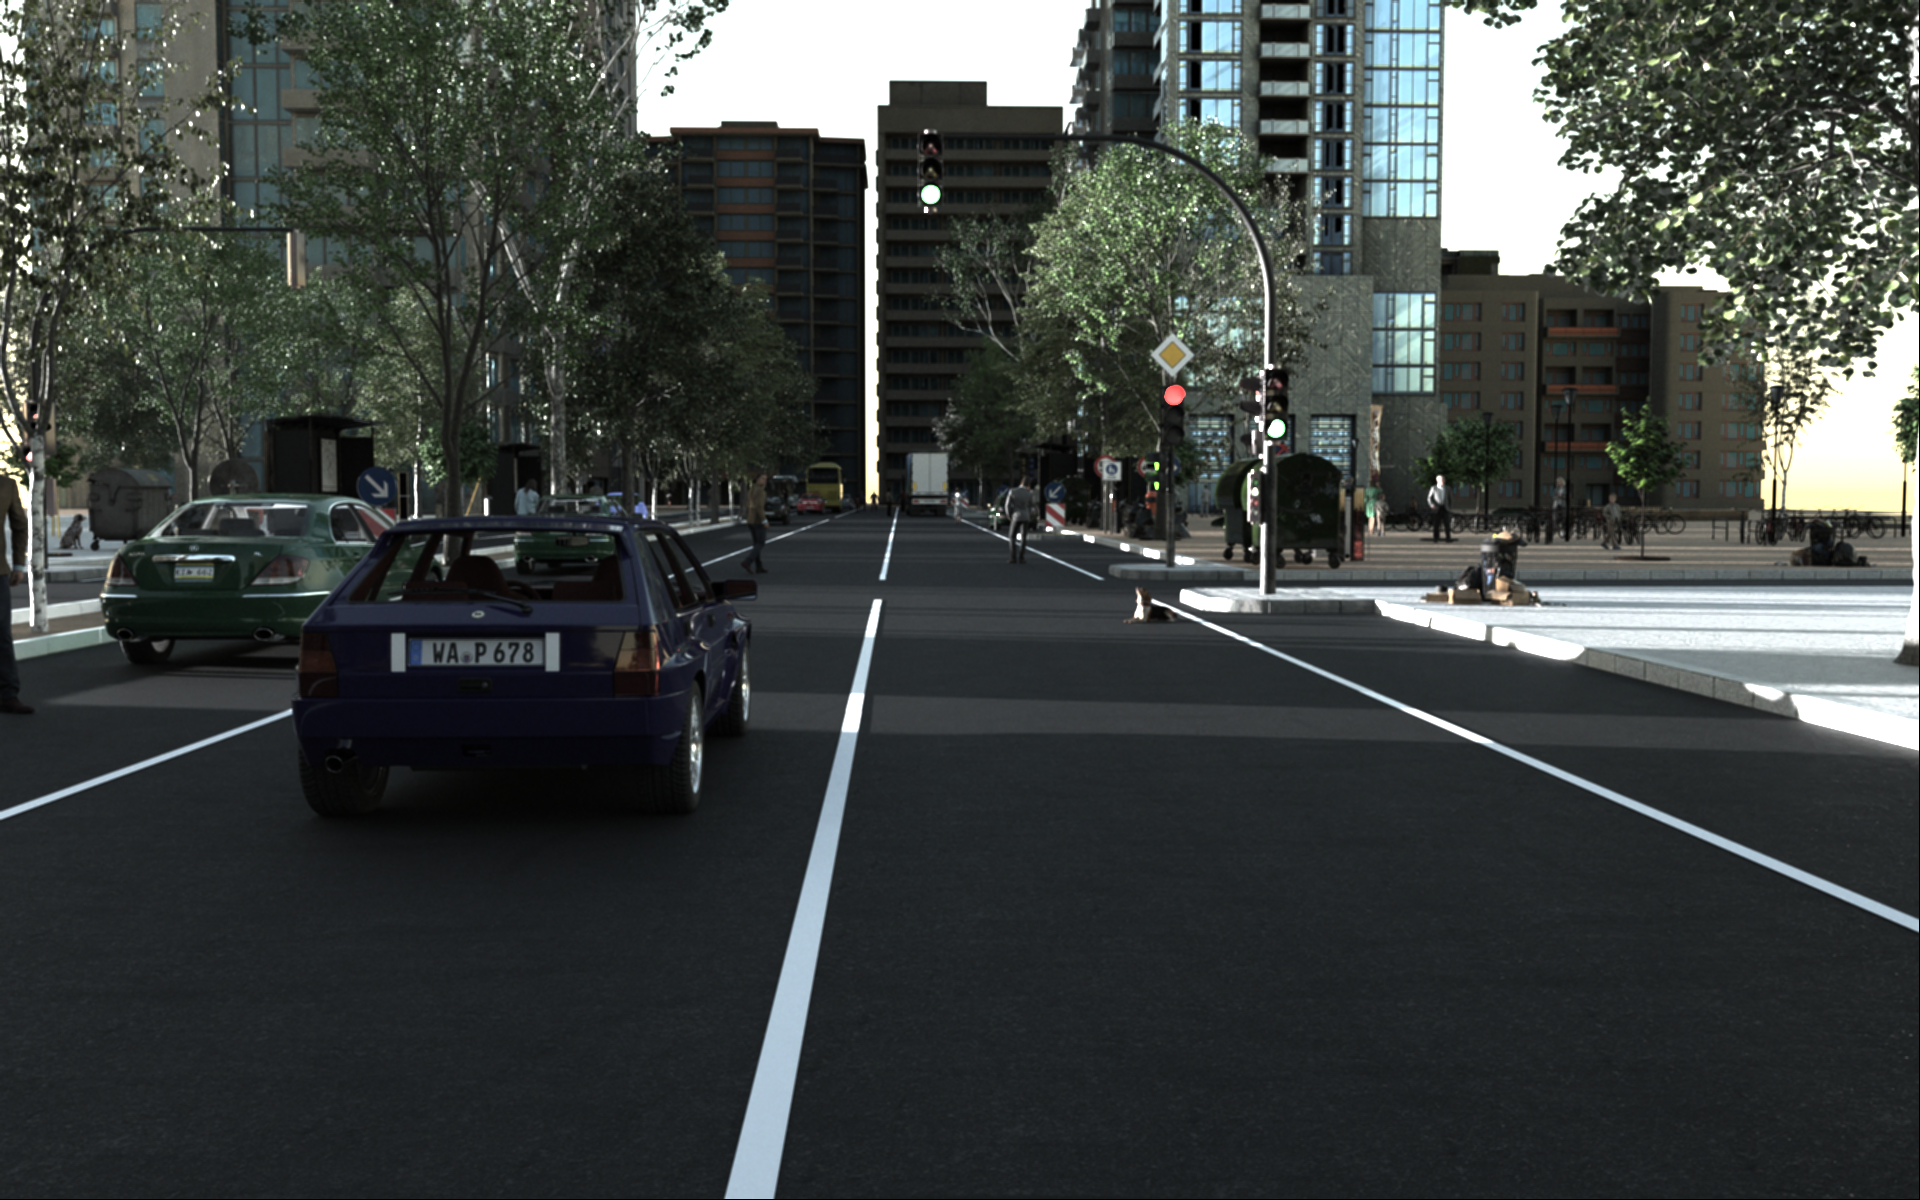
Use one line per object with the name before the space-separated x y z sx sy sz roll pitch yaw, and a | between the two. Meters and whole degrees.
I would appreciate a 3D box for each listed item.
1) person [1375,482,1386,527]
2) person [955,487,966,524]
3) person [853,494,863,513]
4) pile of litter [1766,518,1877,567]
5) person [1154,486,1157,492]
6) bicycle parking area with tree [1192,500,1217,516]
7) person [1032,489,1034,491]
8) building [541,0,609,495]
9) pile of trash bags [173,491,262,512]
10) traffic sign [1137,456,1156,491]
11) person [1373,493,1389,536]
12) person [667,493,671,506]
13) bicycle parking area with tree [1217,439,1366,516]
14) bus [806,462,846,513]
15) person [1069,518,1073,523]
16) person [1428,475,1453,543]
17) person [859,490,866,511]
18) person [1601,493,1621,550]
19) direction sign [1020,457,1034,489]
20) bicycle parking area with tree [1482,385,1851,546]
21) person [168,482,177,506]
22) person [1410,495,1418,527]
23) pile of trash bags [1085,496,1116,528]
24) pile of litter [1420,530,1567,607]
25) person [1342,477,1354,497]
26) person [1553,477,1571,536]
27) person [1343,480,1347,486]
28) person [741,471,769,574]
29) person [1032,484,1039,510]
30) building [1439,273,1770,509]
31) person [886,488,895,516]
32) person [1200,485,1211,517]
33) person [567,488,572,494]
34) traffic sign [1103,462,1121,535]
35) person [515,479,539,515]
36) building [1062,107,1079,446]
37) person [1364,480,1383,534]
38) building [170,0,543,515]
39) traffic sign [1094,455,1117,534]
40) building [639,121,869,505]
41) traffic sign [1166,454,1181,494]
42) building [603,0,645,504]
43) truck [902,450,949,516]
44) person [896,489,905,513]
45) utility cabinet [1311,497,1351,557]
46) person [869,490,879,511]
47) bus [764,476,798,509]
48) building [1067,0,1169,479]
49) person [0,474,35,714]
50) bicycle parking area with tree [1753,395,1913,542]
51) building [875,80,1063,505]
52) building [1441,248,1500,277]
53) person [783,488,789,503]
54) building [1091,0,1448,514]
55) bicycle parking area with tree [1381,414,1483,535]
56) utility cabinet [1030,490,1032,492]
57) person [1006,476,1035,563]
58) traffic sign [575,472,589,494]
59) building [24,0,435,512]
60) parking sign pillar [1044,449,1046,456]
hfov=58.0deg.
person | 16.372 -3.749 67.758 0.534 1.772 0.576 0 4 -3
person | 0.001 -4.598 84.251 0.480 1.755 0.524 3 5 39
person | -7.850 -7.409 132.896 0.557 1.426 1.065 3 5 44
pile of litter | 15.473 -1.049 31.118 1.176 0.858 1.719 -3 5 -43
person | 11.214 -5.635 98.590 0.576 1.772 0.534 -1 4 -14
bicycle parking area with tree | 17.773 -6.970 100.967 9.016 4.147 8.231 3 5 41
person | 5.890 -8.154 140.294 0.756 1.711 0.436 3 5 45
building | -37.247 -30.099 142.233 14.600 45.320 14.200 0 4 -2
pile of trash bags | -19.248 -2.127 44.524 1.912 1.369 3.447 1 4 22
traffic sign | 6.152 -3.445 56.432 0.768 2.556 0.104 0 4 3
person | 12.944 -2.628 53.280 0.475 1.303 0.640 1 4 14
person | -30.110 -10.418 179.573 0.628 1.438 0.799 -3 5 -40
bicycle parking area with tree | 18.007 -6.286 89.770 8.231 4.147 9.016 0 4 4
bus | -10.363 -8.689 133.608 2.896 3.916 12.252 0 4 -3
person | 4.958 -4.051 76.961 0.352 1.250 0.332 1 4 13
person | 12.669 -2.389 45.507 0.661 1.777 0.834 0 4 -7
person | -8.129 -8.347 145.421 0.683 1.767 0.568 -3 5 -44
person | 15.123 -1.824 40.140 0.475 1.303 0.640 -2 4 -29
direction sign | 4.081 -6.943 105.508 0.876 3.537 0.379 -1 4 -17
bicycle parking area with tree | 19.071 -3.636 46.447 8.231 4.147 9.016 2 4 26
person | -23.646 -2.759 51.510 0.532 1.782 0.716 1 4 16
person | 17.879 -3.521 68.274 0.373 1.253 0.362 -1 4 -22
pile of trash bags | 5.755 -3.462 66.349 1.912 1.369 3.447 0 4 6
pile of litter | 6.242 -0.390 20.343 1.176 0.858 1.719 -2 4 -29
person | 11.654 -2.794 51.901 0.661 1.801 0.590 1 4 16
person | 18.396 -2.861 53.008 0.537 1.800 0.526 3 4 38
person | 13.912 -3.450 62.791 0.599 1.781 0.374 -1 4 -15
person | -3.658 -1.397 31.252 0.656 1.842 0.836 2 4 29
person | 4.120 -5.341 93.552 0.537 1.800 0.526 0 4 2
building | 54.224 -19.353 161.463 28.899 21.520 27.650 0 4 -2
person | -4.513 -6.286 111.280 0.705 1.823 1.348 -1 4 -22
person | 13.423 -5.433 95.070 0.606 1.804 0.583 -2 4 -29
person | -27.191 -6.926 120.019 1.217 1.736 0.721 3 5 40
traffic sign | 4.775 -3.207 54.564 0.606 2.300 0.079 0 4 2
person | -10.396 -1.999 41.452 0.793 1.790 0.793 -3 5 -41
building | 19.174 -33.878 204.014 14.200 45.320 14.600 0 4 -2
person | 13.311 -3.036 55.936 0.600 1.795 0.529 1 4 22
building | -40.938 -30.556 119.192 23.786 49.044 30.456 0 4 -2
traffic sign | 4.699 -3.413 55.906 0.768 2.556 0.104 0 4 -1
building | -25.400 -33.732 206.137 28.867 44.769 22.147 0 4 -2
traffic sign | 6.544 -3.327 54.497 0.768 2.556 0.104 0 4 6
building | -41.332 -44.139 159.920 20.611 71.187 20.563 0 4 -2
truck | -2.274 -7.686 114.578 2.839 4.237 11.283 0 4 -4
person | -4.405 -7.601 132.744 0.705 1.831 1.348 -3 5 -44
utility cabinet | 7.645 -1.485 35.443 1.020 1.237 0.306 -2 4 -24
person | -7.497 -8.637 150.264 0.990 1.755 0.434 -2 4 -24
bus | -17.263 -10.616 168.426 2.948 3.499 13.247 0 4 -3
building | 21.688 -32.948 158.304 23.786 49.044 30.456 0 4 -2
person | -6.474 -0.178 11.314 0.836 1.842 0.656 1 4 20
bicycle parking area with tree | 29.457 -3.833 49.672 9.016 4.147 8.231 0 4 -6
building | 0.813 -35.681 207.093 21.600 48.544 21.300 0 4 -2
building | 54.801 -26.559 205.937 14.107 30.474 14.160 0 4 -2
person | -11.342 -6.332 112.045 0.705 1.822 1.348 1 4 20
building | 22.580 -49.776 126.503 22.319 86.520 31.000 0 4 -2
bicycle parking area with tree | 19.030 -4.364 58.353 9.016 4.147 8.231 0 4 6
utility cabinet | 3.510 -5.521 98.940 1.173 1.500 0.318 1 4 22
person | 1.244 -1.670 35.989 0.592 1.802 0.473 1 4 18
traffic sign | -21.166 -5.922 96.931 0.768 2.556 0.104 0 4 2
building | -67.143 -32.975 158.744 30.456 49.044 23.786 0 4 -2
parking sign pillar | 5.192 -7.047 103.695 1.447 3.967 1.447 0 4 -1
